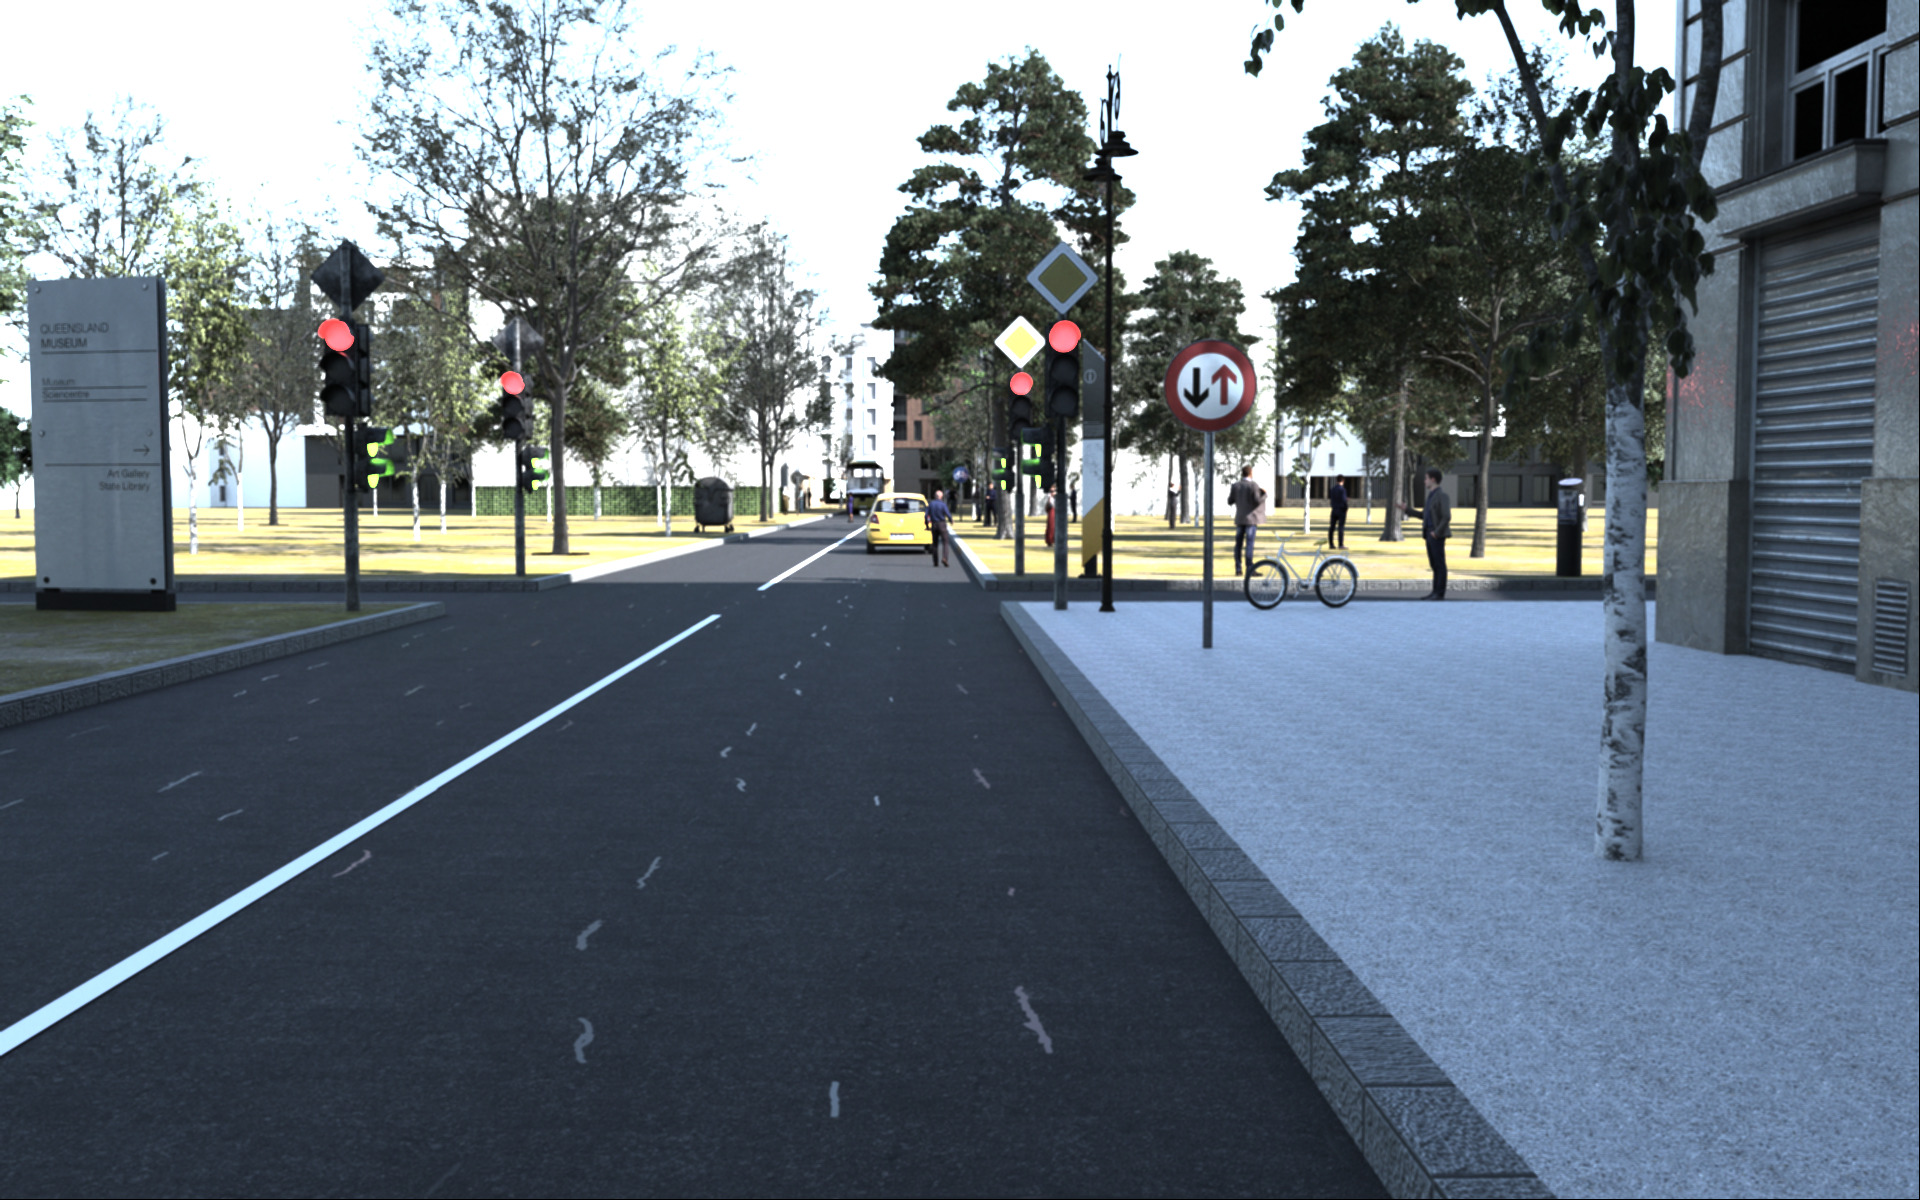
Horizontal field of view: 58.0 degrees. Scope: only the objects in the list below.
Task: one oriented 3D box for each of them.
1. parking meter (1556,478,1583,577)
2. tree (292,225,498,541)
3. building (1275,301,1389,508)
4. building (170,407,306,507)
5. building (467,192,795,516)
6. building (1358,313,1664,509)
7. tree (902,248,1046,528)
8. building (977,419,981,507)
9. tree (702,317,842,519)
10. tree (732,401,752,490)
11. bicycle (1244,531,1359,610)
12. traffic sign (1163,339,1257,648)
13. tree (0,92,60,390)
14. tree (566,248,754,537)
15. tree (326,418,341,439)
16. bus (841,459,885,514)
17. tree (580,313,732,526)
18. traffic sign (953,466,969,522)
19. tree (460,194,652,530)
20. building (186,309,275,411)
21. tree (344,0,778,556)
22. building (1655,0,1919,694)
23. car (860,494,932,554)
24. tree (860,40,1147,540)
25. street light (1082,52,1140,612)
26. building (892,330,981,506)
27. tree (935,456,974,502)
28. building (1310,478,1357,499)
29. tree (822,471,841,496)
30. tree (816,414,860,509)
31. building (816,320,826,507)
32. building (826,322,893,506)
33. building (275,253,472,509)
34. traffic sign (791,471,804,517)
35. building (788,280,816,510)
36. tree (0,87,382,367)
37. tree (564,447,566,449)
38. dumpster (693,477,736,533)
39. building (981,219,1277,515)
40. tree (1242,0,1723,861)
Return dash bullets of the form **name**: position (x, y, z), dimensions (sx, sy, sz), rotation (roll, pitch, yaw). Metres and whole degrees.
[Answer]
- **parking meter**: position (9.499, -1.136, 26.983), dimensions (0.372, 1.533, 0.369), rotation (0, 3, 0)
- **tree**: position (-14.989, -5.918, 47.126), dimensions (4.360, 8.622, 3.978), rotation (0, 3, 0)
- **building**: position (35.291, -19.053, 167.944), dimensions (11.380, 20.091, 16.016), rotation (0, 4, -1)
- **building**: position (-71.808, -13.923, 169.787), dimensions (28.070, 9.664, 9.099), rotation (0, 4, -1)
- **building**: position (-20.791, -15.369, 117.741), dimensions (16.747, 18.905, 31.486), rotation (0, 4, -1)
- **building**: position (57.610, -19.512, 162.991), dimensions (32.646, 21.610, 27.936), rotation (0, 4, -1)
- **tree**: position (1.186, -8.602, 66.399), dimensions (9.928, 11.665, 9.643), rotation (0, 3, 0)
- **building**: position (6.471, -13.404, 161.300), dimensions (9.099, 9.664, 28.070), rotation (0, 4, -1)
- **tree**: position (-9.651, -9.538, 90.362), dimensions (8.767, 10.594, 7.601), rotation (2, 4, 32)
- **tree**: position (-13.925, -9.125, 99.548), dimensions (4.360, 8.622, 3.978), rotation (0, 3, 0)
- **bicycle**: position (3.854, -0.377, 19.390), dimensions (1.543, 0.972, 0.635), rotation (-1, 4, -22)
- **traffic sign**: position (2.066, -0.872, 14.369), dimensions (0.768, 2.556, 0.104), rotation (0, 4, 5)
- **tree**: position (-25.862, -8.086, 38.864), dimensions (9.857, 13.997, 8.962), rotation (0, 3, 0)
- **tree**: position (-8.467, -6.182, 51.432), dimensions (4.737, 8.622, 4.395), rotation (0, 3, 0)
- **tree**: position (-33.835, -9.111, 99.328), dimensions (4.737, 8.622, 4.395), rotation (0, 3, 0)
- **bus**: position (-6.879, -8.217, 125.891), dimensions (2.896, 3.916, 12.252), rotation (0, 4, -1)
- **tree**: position (-12.256, -7.282, 69.416), dimensions (4.360, 8.622, 3.978), rotation (0, 3, 0)
- **traffic sign**: position (0.044, -4.856, 79.497), dimensions (0.768, 2.556, 0.104), rotation (0, 4, 4)
- **tree**: position (-14.491, -8.561, 62.031), dimensions (6.751, 12.117, 7.091), rotation (0, 3, 0)
- **building**: position (-69.418, -21.869, 201.535), dimensions (32.646, 21.610, 27.936), rotation (0, 4, -1)
- **tree**: position (-8.468, -7.697, 36.217), dimensions (12.009, 13.543, 11.850), rotation (0, 3, 0)
- **building**: position (13.648, -10.220, 0.379), dimensions (16.112, 22.955, 30.059), rotation (0, 4, -1)
- **car**: position (-1.473, -1.989, 42.747), dimensions (2.015, 1.641, 3.980), rotation (0, 4, -3)
- **tree**: position (1.055, -8.639, 48.668), dimensions (7.806, 13.903, 7.818), rotation (0, 3, 0)
- **street light**: position (1.609, -2.812, 18.769), dimensions (0.468, 5.910, 1.993), rotation (0, 4, -1)
- **building**: position (8.570, -21.970, 203.178), dimensions (32.646, 21.610, 27.936), rotation (0, 4, -1)
- **tree**: position (-0.409, -9.878, 145.218), dimensions (4.285, 4.588, 4.351), rotation (0, 3, 0)
- **building**: position (41.204, -22.026, 204.101), dimensions (32.646, 21.610, 27.936), rotation (0, 4, -1)
- **tree**: position (-10.859, -9.291, 146.507), dimensions (1.663, 3.219, 1.824), rotation (0, 3, 0)
- **tree**: position (-10.469, -12.268, 150.944), dimensions (4.360, 8.622, 3.978), rotation (0, 3, 0)
- **building**: position (-19.386, -19.047, 167.831), dimensions (11.380, 20.091, 16.016), rotation (0, 4, -1)
- **building**: position (-13.295, -20.801, 196.513), dimensions (11.380, 20.091, 16.016), rotation (0, 4, -1)
- **building**: position (-41.225, -19.325, 159.939), dimensions (32.646, 21.610, 27.936), rotation (0, 4, -1)
- **traffic sign**: position (-9.071, -5.907, 96.677), dimensions (0.768, 2.556, 0.104), rotation (0, 4, 2)
- **building**: position (-21.215, -18.006, 150.809), dimensions (16.016, 20.091, 11.380), rotation (0, 4, -1)
- **tree**: position (-25.286, -8.648, 51.768), dimensions (12.009, 13.543, 11.850), rotation (0, 3, 0)
- **tree**: position (-20.157, -8.913, 96.090), dimensions (4.360, 8.622, 3.978), rotation (0, 3, 0)
- **dumpster**: position (-8.217, -3.185, 57.833), dimensions (1.264, 1.857, 1.865), rotation (0, 4, -1)
- **building**: position (10.346, -15.508, 120.014), dimensions (16.747, 18.905, 31.486), rotation (0, 4, -1)
- **tree**: position (2.092, -3.395, 5.864), dimensions (4.360, 8.622, 3.978), rotation (0, 3, 0)
